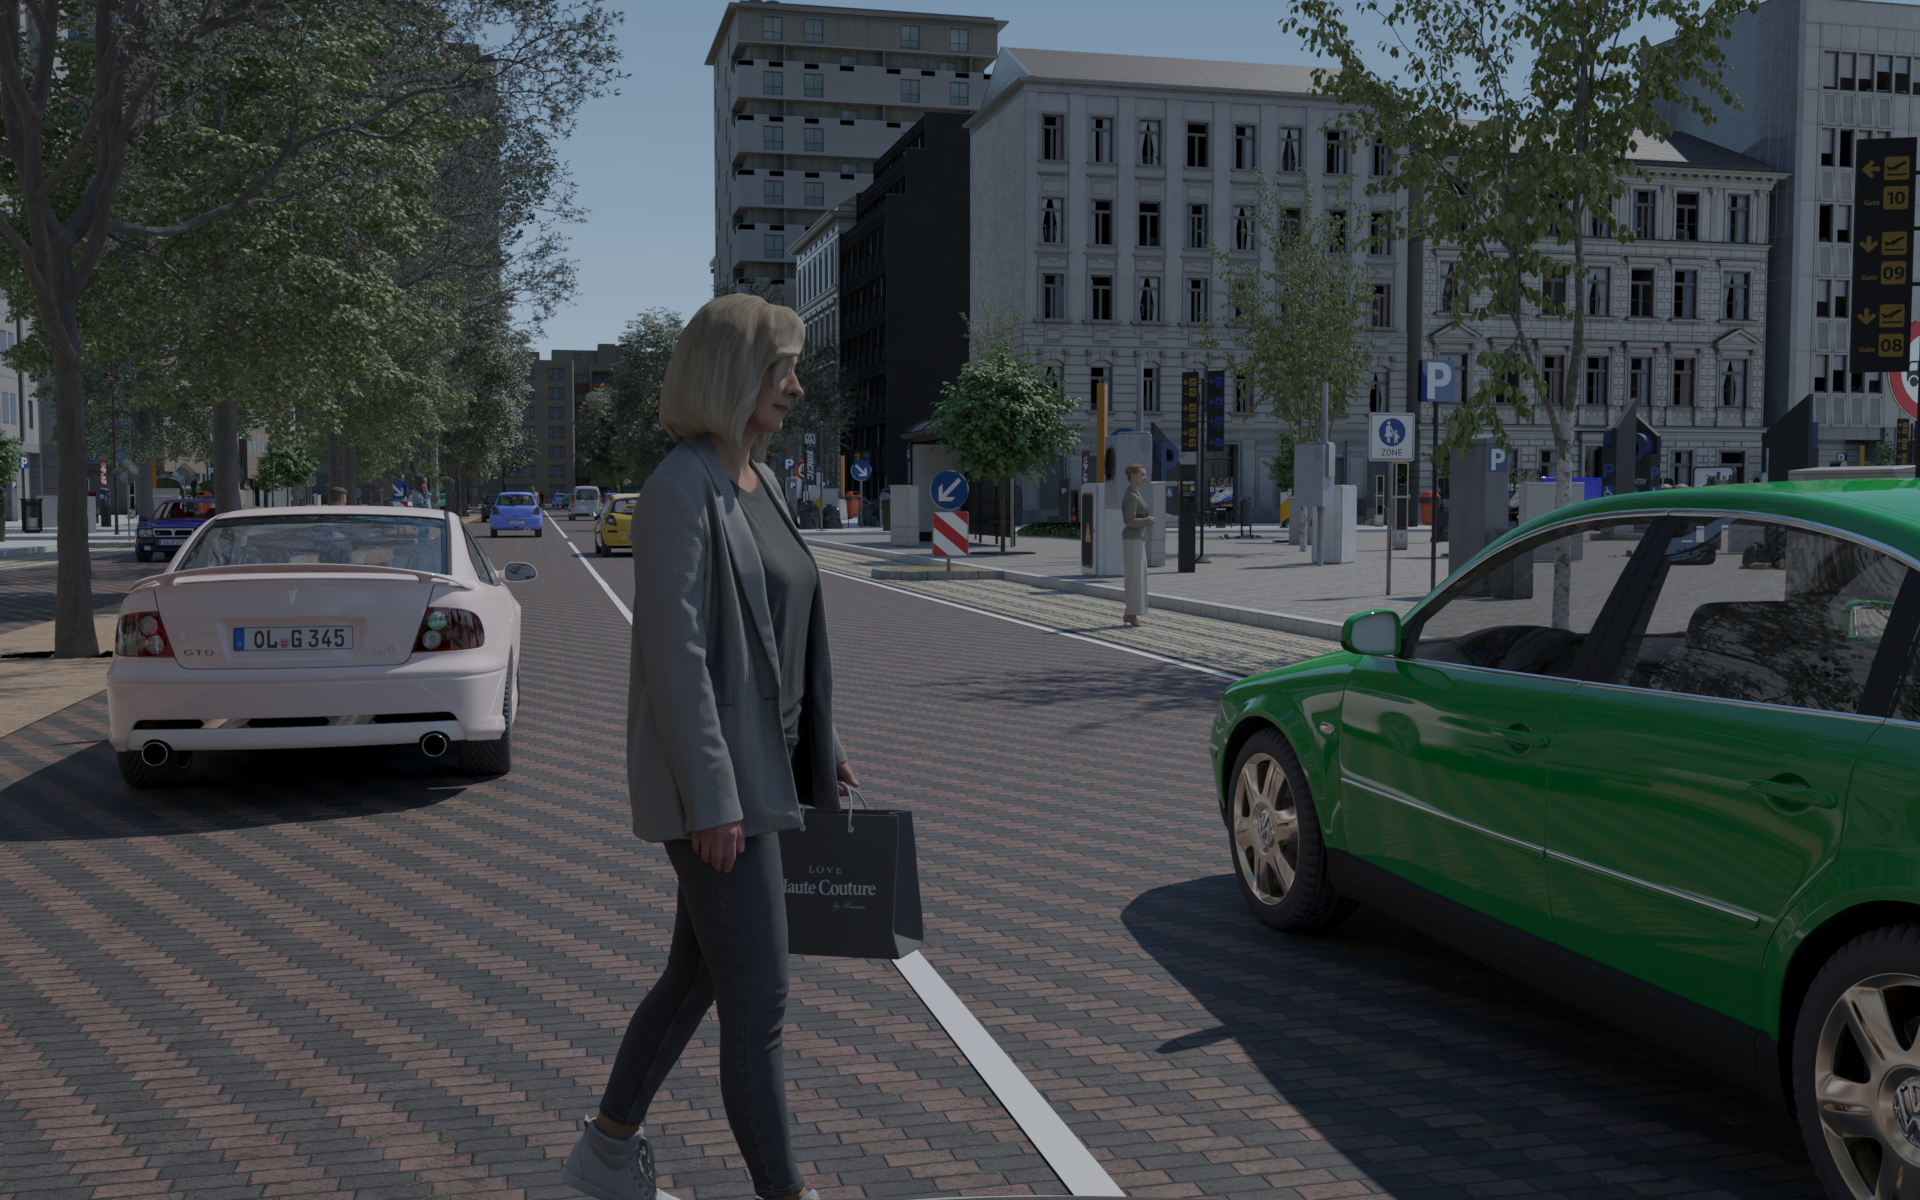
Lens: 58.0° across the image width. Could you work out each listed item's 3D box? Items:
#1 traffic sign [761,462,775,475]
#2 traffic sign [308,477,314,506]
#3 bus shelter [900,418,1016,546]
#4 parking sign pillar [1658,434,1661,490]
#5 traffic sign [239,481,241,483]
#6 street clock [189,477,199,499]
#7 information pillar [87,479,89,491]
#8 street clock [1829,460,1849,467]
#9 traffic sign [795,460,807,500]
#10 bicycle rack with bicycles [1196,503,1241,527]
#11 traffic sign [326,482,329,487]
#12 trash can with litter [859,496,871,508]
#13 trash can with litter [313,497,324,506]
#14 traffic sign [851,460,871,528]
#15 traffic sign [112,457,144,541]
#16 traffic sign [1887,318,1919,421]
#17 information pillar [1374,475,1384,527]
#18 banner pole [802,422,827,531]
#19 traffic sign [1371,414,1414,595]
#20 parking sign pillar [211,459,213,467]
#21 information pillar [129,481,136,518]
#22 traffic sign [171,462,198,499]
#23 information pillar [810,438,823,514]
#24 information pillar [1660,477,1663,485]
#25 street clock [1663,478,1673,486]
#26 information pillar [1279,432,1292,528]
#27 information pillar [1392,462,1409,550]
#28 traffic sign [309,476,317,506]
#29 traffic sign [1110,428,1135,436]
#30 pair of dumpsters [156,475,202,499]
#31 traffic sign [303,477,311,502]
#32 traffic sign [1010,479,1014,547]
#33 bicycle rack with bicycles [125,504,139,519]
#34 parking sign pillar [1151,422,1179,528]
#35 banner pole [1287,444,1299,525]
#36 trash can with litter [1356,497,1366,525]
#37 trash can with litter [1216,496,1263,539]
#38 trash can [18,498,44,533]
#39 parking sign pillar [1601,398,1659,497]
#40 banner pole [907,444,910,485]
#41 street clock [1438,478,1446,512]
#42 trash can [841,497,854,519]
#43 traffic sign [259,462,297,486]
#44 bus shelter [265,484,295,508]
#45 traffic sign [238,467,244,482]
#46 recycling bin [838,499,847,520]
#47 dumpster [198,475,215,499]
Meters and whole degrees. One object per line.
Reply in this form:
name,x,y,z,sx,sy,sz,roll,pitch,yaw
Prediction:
traffic sign,-5.859,-2.908,51.186,0.795,2.450,0.064,-1,4,-14
traffic sign,-43.848,-7.121,116.534,0.768,2.556,0.104,0,4,-5
bus shelter,0.019,-3.092,44.477,2.014,3.302,5.546,-1,4,-14
parking sign pillar,21.453,-4.045,54.615,1.447,3.967,1.447,-1,4,-20
traffic sign,-37.984,-5.540,90.685,0.768,2.556,0.104,-1,4,-13
street clock,-32.297,-4.188,73.047,0.358,2.002,0.471,-2,4,-27
information pillar,-43.670,-5.017,86.514,0.304,2.012,0.304,-3,4,-37
street clock,18.615,-1.967,36.729,0.471,2.002,0.358,-3,5,-40
traffic sign,-5.801,-3.978,65.145,0.768,2.556,0.104,0,4,-6
bicycle rack with bicycles,9.410,-3.416,69.232,2.925,0.926,2.852,2,4,34
traffic sign,-44.674,-7.540,123.290,0.884,2.594,0.081,-1,4,-9
trash can with litter,-4.486,-4.566,86.047,1.055,1.170,0.624,1,4,20
trash can with litter,-45.783,-6.896,124.142,0.624,1.170,1.055,2,4,25
traffic sign,-3.746,-4.009,65.659,0.768,2.556,0.104,0,4,-6
traffic sign,-22.603,-2.656,47.071,0.795,2.450,0.064,-1,4,-14
traffic sign,6.952,-0.757,12.490,0.768,2.556,0.104,-1,4,-13
information pillar,16.454,-3.883,67.977,0.304,2.012,0.304,0,4,1
banner pole,-5.031,-4.279,59.985,0.863,3.779,0.401,-1,4,-18
traffic sign,5.429,-1.208,21.879,0.606,2.300,0.079,-1,4,-11
parking sign pillar,-52.872,-8.288,123.983,1.447,3.967,1.447,2,4,27
information pillar,-43.961,-5.348,91.925,0.304,2.012,0.304,-2,4,-34
traffic sign,-24.524,-3.130,54.823,0.795,2.450,0.064,-1,4,-14
information pillar,-5.526,-4.598,66.534,0.504,3.616,0.183,0,4,-5
information pillar,30.177,-4.312,74.999,0.304,2.012,0.304,-2,4,-32
street clock,32.165,-4.533,78.684,0.358,2.002,0.471,0,4,-7
information pillar,12.340,-4.528,65.382,0.504,3.616,0.183,1,4,16
information pillar,10.109,-2.158,39.770,0.304,2.012,0.304,0,4,1
traffic sign,-44.600,-7.274,119.030,0.768,2.556,0.104,-1,4,-9
traffic sign,3.170,-2.045,33.542,0.768,2.556,0.104,-1,4,-10
pair of dumpsters,-34.210,-4.462,75.442,1.574,2.255,4.437,-1,4,-14
traffic sign,-42.445,-6.861,112.285,0.768,2.556,0.104,-1,4,-8
traffic sign,1.253,-2.543,41.684,0.768,2.556,0.104,-1,4,-10
bicycle rack with bicycles,-40.760,-4.606,88.696,2.925,0.926,2.852,1,4,11
parking sign pillar,7.746,-4.700,65.319,1.447,3.967,1.447,3,5,44
banner pole,13.899,-5.019,72.084,0.401,3.779,0.863,3,5,41
trash can with litter,16.455,-3.795,73.114,2.233,1.210,1.678,0,4,7
trash can with litter,7.971,-2.383,50.014,1.678,1.210,2.233,3,5,40
trash can,-30.420,-2.759,56.762,0.748,1.137,0.748,0,3,0
parking sign pillar,18.362,-3.659,48.296,1.447,3.967,1.447,3,5,44
banner pole,-2.455,-5.828,85.304,0.401,3.779,0.863,0,4,3
street clock,19.940,-4.105,71.683,0.358,2.002,0.471,2,4,28
trash can,-5.720,-4.683,88.227,0.748,1.137,0.748,0,3,0
traffic sign,-40.999,-6.754,104.298,2.265,3.308,0.079,-1,4,-11
bus shelter,-38.599,-6.434,99.125,2.014,3.302,5.546,-1,4,-14
traffic sign,-33.093,-4.831,79.098,0.768,2.556,0.104,0,4,-6
recycling bin,-6.013,-4.439,85.134,0.722,1.027,0.722,2,4,29
dumpster,-37.514,-5.167,86.969,1.502,2.255,1.985,-1,4,-14
